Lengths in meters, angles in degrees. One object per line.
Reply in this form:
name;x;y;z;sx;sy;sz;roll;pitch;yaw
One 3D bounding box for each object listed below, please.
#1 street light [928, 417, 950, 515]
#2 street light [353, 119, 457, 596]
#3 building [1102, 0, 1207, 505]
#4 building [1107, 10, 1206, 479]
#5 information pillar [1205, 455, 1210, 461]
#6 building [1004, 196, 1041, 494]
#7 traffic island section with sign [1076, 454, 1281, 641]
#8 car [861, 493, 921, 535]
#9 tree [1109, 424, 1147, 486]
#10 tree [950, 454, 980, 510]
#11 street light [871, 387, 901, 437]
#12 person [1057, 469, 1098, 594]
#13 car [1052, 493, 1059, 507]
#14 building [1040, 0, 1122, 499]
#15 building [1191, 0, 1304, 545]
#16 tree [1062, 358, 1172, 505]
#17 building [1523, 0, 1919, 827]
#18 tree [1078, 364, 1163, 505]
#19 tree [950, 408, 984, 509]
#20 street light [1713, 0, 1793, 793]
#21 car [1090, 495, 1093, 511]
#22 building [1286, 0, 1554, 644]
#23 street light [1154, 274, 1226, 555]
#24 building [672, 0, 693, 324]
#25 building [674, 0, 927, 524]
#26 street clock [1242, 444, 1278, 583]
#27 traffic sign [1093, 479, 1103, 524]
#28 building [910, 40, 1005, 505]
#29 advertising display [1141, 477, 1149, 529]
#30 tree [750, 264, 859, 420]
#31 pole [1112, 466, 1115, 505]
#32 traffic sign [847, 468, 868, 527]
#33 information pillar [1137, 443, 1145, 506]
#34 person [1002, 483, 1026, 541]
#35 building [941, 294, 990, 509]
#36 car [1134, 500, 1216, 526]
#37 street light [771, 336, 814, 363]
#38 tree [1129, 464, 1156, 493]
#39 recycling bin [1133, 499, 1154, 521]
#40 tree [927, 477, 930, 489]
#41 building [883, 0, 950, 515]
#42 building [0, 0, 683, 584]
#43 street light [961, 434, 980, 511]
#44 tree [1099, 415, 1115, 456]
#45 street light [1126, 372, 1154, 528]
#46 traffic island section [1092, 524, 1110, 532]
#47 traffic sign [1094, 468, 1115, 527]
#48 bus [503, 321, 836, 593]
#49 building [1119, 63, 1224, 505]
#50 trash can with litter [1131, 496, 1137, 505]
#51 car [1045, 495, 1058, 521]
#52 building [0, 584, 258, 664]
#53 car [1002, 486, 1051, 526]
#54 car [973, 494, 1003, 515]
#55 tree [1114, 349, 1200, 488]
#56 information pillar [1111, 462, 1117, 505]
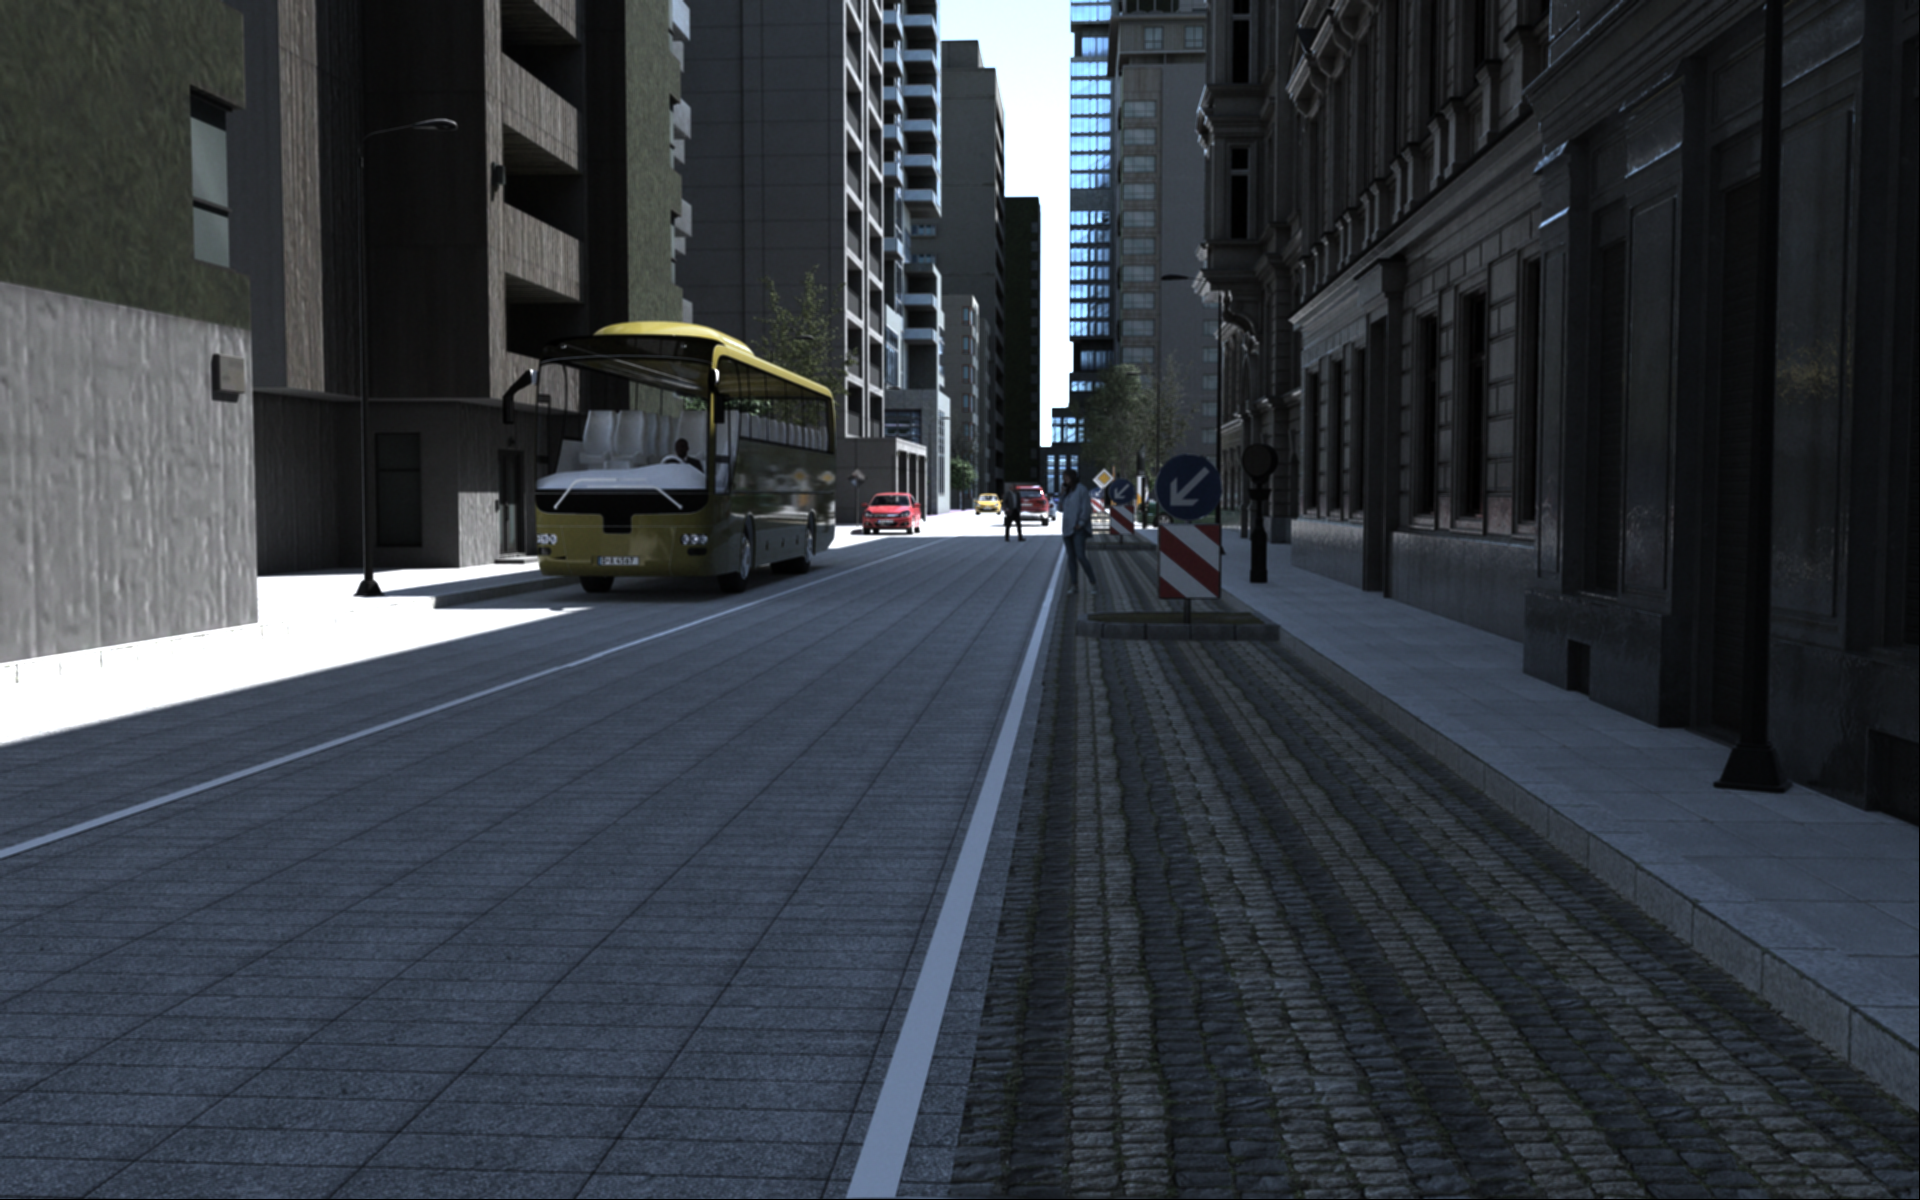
street light;-1.274;-8.080;104.649;1.470;5.913;1.316;0;4;4
street light;-6.928;-3.004;21.660;1.470;5.913;1.316;0;4;4
building;27.981;-47.336;212.193;20.563;71.187;20.611;0;4;4
building;30.415;-36.631;188.160;28.713;52.752;27.495;0;4;4
information pillar;14.860;-6.892;104.039;0.183;3.616;0.504;-2;4;-25
building;4.198;-34.049;240.295;14.086;41.232;14.154;0;4;4
traffic island section with sign;2.194;-0.561;17.797;1.989;1.847;2.006;0;4;4
car;-2.438;-3.272;62.536;2.155;1.783;4.494;0;4;4
tree;15.265;-12.759;158.969;4.737;8.622;4.395;0;3;0
tree;-0.057;-9.651;141.506;4.285;4.588;4.351;0;3;0
street light;-3.261;-6.267;75.015;1.470;5.913;1.316;0;4;4
person;1.692;-0.978;24.755;0.793;1.790;0.793;1;4;22
car;9.375;-9.360;162.620;1.945;1.707;3.694;0;4;3
building;26.973;-56.809;241.492;31.000;86.520;22.319;0;4;4
building;13.882;-14.016;48.241;14.460;24.649;34.723;0;4;4
tree;11.154;-11.290;119.006;7.601;10.594;8.767;2;4;33
building;8.092;-9.383;2.566;9.793;20.994;18.267;0;4;4
tree;14.019;-14.233;150.833;7.486;12.596;7.792;0;3;0
tree;0.075;-12.029;147.030;4.360;8.622;3.978;0;3;0
street light;2.943;-2.136;7.471;1.470;5.913;1.316;0;4;4
car;9.924;-7.382;132.695;2.014;1.417;4.499;0;4;3
building;10.034;-9.581;21.275;10.561;19.102;19.286;0;4;4
street light;4.945;-3.926;36.732;1.470;5.913;1.316;0;4;4
building;-25.196;-26.808;57.921;30.456;49.044;23.786;0;4;4
building;-12.219;-39.477;83.708;20.563;71.187;20.611;0;4;4
street clock;4.325;-1.251;25.026;0.471;2.002;0.358;2;4;35
traffic sign;6.093;-4.336;74.531;0.795;2.450;0.064;0;4;4
building;-6.235;-34.646;190.166;21.300;48.544;21.600;0;4;4
advertising display;6.877;-3.614;64.304;0.123;1.923;0.974;1;4;16
tree;-5.342;-6.478;56.275;4.737;8.622;4.395;0;3;0
pole;11.159;-8.072;125.821;0.158;3.312;0.155;0;3;0
traffic sign;-3.979;-3.890;67.242;0.795;2.450;0.064;0;4;4
information pillar;8.367;-5.420;79.964;0.504;3.616;0.183;-3;5;-41
person;1.641;-2.659;52.379;0.661;1.777;0.834;-2;4;-35
building;-11.697;-19.611;165.674;27.650;21.520;28.899;0;4;4
car;9.518;-3.557;69.948;4.920;1.459;2.131;0;4;2
street light;-4.990;-4.794;50.926;1.470;5.913;1.316;0;4;4
tree;11.835;-7.067;110.150;1.663;3.219;1.824;0;3;0
recycling bin;8.624;-4.213;81.443;0.722;1.027;0.722;-3;5;-39
tree;-2.501;-6.477;100.501;1.663;3.219;1.824;0;3;0
building;-11.453;-49.396;120.291;22.319;86.520;31.000;0;4;4
building;-13.768;-15.942;32.353;14.160;30.474;14.107;0;4;4
street light;0.814;-9.889;134.218;1.470;5.913;1.316;0;4;4
tree;13.243;-11.500;138.394;4.360;8.622;3.978;0;3;0
street light;7.012;-5.719;66.046;1.470;5.913;1.316;0;4;4
traffic island section;5.565;-2.713;66.640;2.009;0.180;2.903;0;4;4
traffic sign;5.541;-3.848;66.565;0.795;2.450;0.064;0;4;4
bus;-4.101;-2.256;28.431;2.896;3.916;12.252;0;4;4
building;22.587;-29.643;168.251;14.154;41.232;14.086;0;4;4
trash can with litter;10.419;-5.498;101.282;0.624;1.170;1.055;-1;4;-18
car;4.331;-4.997;93.696;2.014;1.417;4.499;0;4;3
building;-14.439;-14.569;9.910;14.160;30.474;14.107;0;4;4
car;3.024;-4.299;78.954;2.281;1.827;5.304;0;4;2
car;1.956;-6.675;119.359;2.015;1.641;3.980;0;4;3
tree;10.284;-8.476;88.950;4.360;8.622;3.978;0;3;0
information pillar;11.399;-8.381;128.389;0.504;3.616;0.183;-2;4;-35
